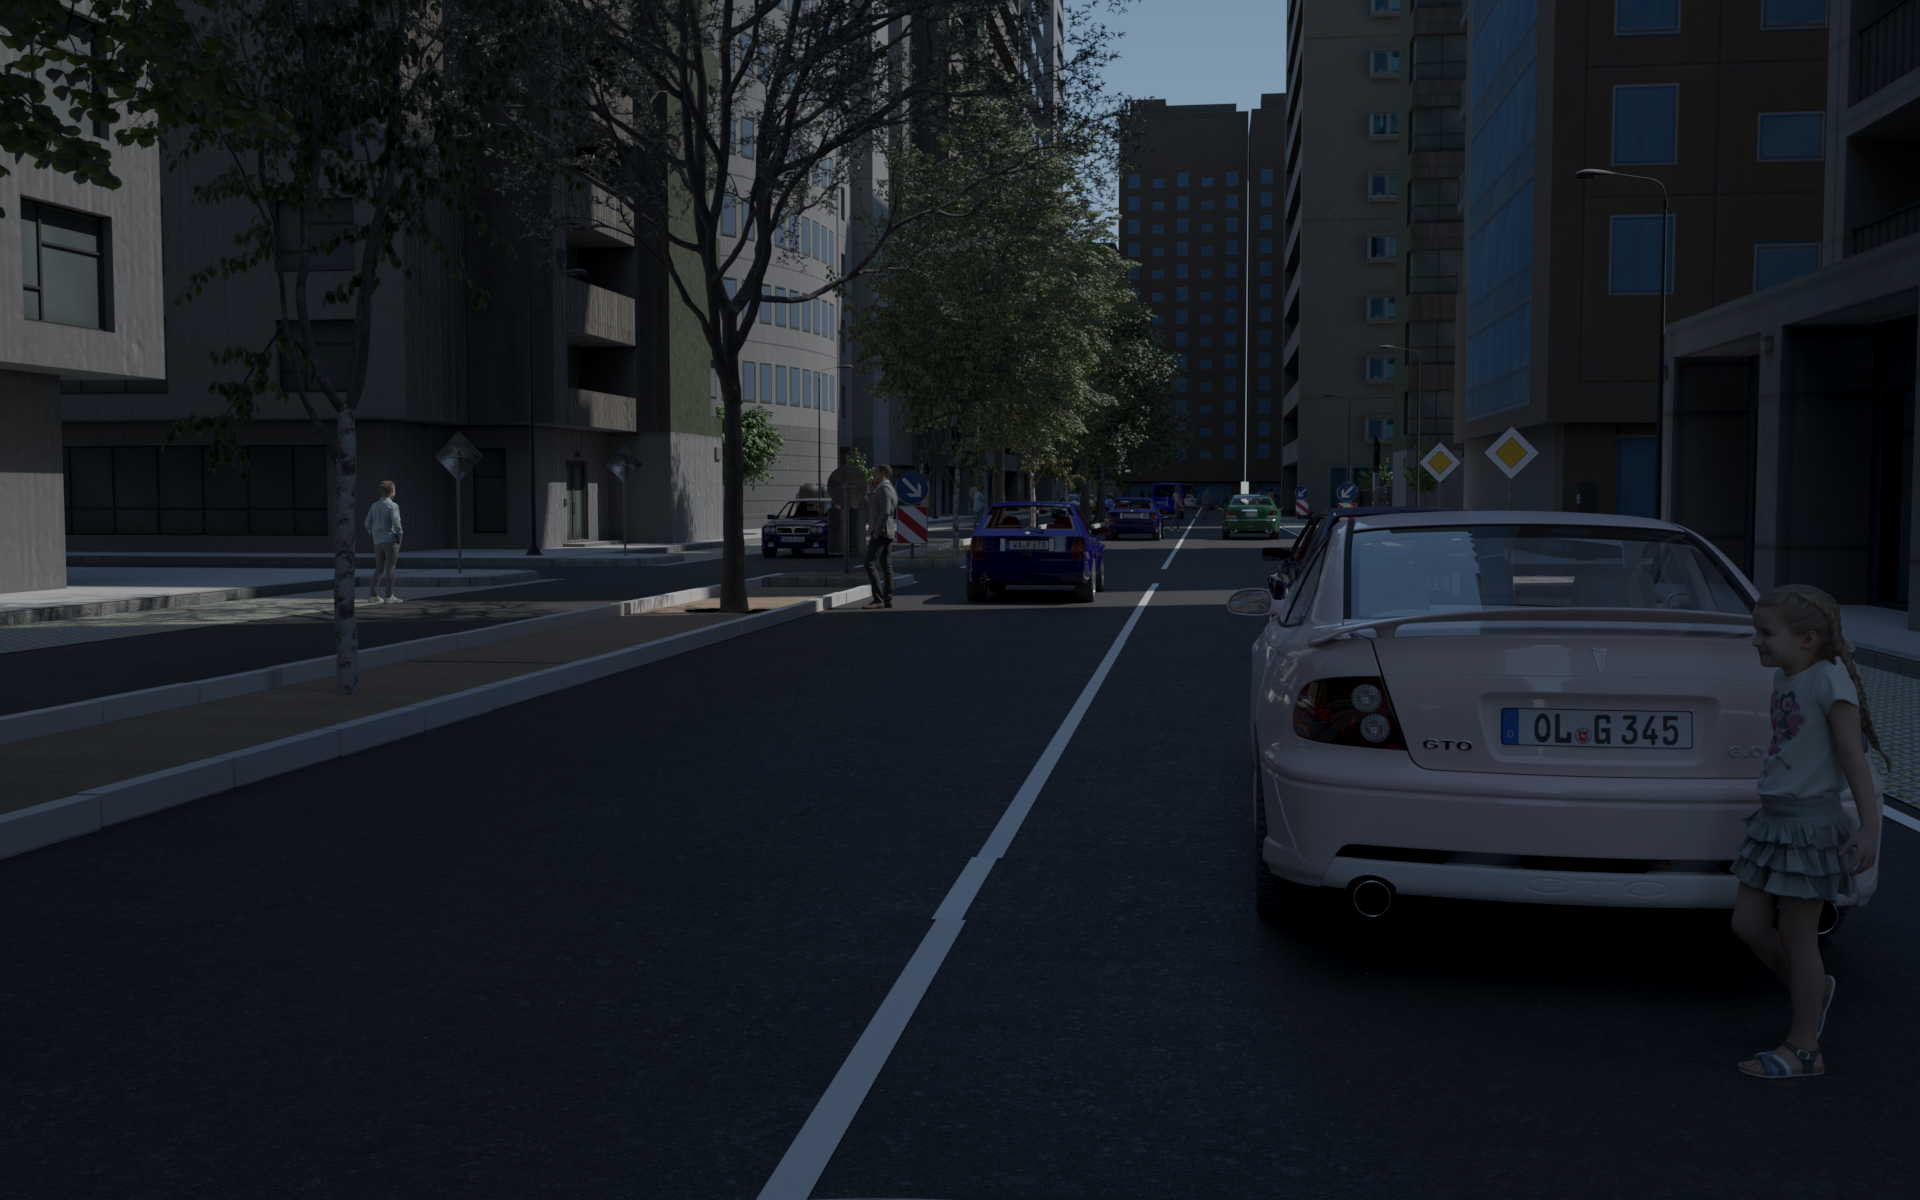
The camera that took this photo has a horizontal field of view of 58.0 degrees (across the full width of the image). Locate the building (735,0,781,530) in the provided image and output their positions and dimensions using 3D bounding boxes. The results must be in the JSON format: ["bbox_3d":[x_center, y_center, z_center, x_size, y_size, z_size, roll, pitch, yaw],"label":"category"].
[{"bbox_3d":[-15.884,-32.389,71.559,21.231,58.520,28.212,1,4,8],"label":"building"}]

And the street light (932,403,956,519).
[{"bbox_3d":[-0.737,-7.122,88.984,1.470,5.913,1.316,1,4,8],"label":"street light"}]

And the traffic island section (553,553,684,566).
[{"bbox_3d":[-6.949,-0.830,35.850,2.009,0.180,2.903,1,4,8],"label":"traffic island section"}]

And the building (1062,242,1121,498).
[{"bbox_3d":[11.517,-26.245,200.800,14.107,30.474,14.160,1,4,8],"label":"building"}]

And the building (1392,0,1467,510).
[{"bbox_3d":[24.070,-18.099,67.619,14.160,30.474,14.107,1,4,8],"label":"building"}]

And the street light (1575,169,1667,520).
[{"bbox_3d":[9.502,-3.201,24.883,1.470,5.913,1.316,1,4,8],"label":"street light"}]

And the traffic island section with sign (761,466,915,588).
[{"bbox_3d":[-1.913,-1.172,27.296,2.006,1.907,1.989,1,4,8],"label":"traffic island section with sign"}]

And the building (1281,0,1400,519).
[{"bbox_3d":[29.117,-28.821,94.927,21.300,48.544,21.600,1,4,8],"label":"building"}]

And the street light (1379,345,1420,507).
[{"bbox_3d":[13.772,-4.994,54.192,1.470,5.913,1.316,1,4,8],"label":"street light"}]

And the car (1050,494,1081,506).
[{"bbox_3d":[6.545,-5.653,104.222,2.131,1.459,4.920,0,4,8],"label":"car"}]

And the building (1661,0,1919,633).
[{"bbox_3d":[18.891,-35.079,11.799,20.563,71.187,20.611,1,4,8],"label":"building"}]

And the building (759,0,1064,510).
[{"bbox_3d":[-3.862,-38.756,175.651,28.212,58.520,21.231,1,4,8],"label":"building"}]

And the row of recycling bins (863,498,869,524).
[{"bbox_3d":[-3.955,-4.260,76.769,1.069,1.692,3.534,1,4,11],"label":"row of recycling bins"}]

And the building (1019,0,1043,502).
[{"bbox_3d":[-4.759,-32.356,148.622,23.786,49.044,30.456,1,4,8],"label":"building"}]

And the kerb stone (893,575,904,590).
[{"bbox_3d":[-1.029,-0.244,26.192,0.120,0.150,1.000,1,4,8],"label":"kerb stone"}]

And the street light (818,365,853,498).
[{"bbox_3d":[-4.548,-5.503,62.516,1.470,5.913,1.316,1,4,8],"label":"street light"}]

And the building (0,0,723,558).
[{"bbox_3d":[-14.710,-16.583,42.841,14.160,30.474,14.107,1,4,8],"label":"building"}]

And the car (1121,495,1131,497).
[{"bbox_3d":[16.627,-9.933,174.981,1.945,1.354,3.894,0,4,7],"label":"car"}]

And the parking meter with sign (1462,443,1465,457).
[{"bbox_3d":[16.968,-3.645,55.864,0.543,3.016,1.738,-1,4,-23],"label":"parking meter with sign"}]

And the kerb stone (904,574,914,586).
[{"bbox_3d":[-0.871,-0.303,27.206,0.120,0.150,1.000,1,4,8],"label":"kerb stone"}]

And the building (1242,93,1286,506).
[{"bbox_3d":[39.844,-33.404,196.266,14.200,45.320,14.600,1,4,8],"label":"building"}]

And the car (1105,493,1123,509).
[{"bbox_3d":[14.833,-9.631,167.056,1.945,1.707,3.694,1,4,9],"label":"car"}]

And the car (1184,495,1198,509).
[{"bbox_3d":[21.297,-9.213,162.992,2.083,1.381,4.827,1,4,10],"label":"car"}]

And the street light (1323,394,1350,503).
[{"bbox_3d":[17.557,-6.611,80.633,1.470,5.913,1.316,1,4,8],"label":"street light"}]

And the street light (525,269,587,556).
[{"bbox_3d":[-8.381,-3.879,35.965,1.470,5.913,1.316,1,4,8],"label":"street light"}]

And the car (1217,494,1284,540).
[{"bbox_3d":[9.378,-2.697,55.900,2.131,1.459,4.920,1,4,9],"label":"car"}]

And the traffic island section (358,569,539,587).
[{"bbox_3d":[-8.090,-0.347,27.947,2.009,0.180,2.903,1,4,8],"label":"traffic island section"}]

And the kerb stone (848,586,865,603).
[{"bbox_3d":[-1.462,-0.052,23.127,0.120,0.150,1.000,1,4,8],"label":"kerb stone"}]

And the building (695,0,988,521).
[{"bbox_3d":[-6.215,-20.106,100.431,14.160,30.474,14.107,1,4,8],"label":"building"}]

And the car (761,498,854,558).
[{"bbox_3d":[-3.413,-1.700,40.381,1.945,1.354,3.894,1,4,9],"label":"car"}]

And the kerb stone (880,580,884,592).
[{"bbox_3d":[-1.171,-0.179,25.170,0.120,0.150,1.000,1,4,8],"label":"kerb stone"}]

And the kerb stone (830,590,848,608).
[{"bbox_3d":[-1.622,0.005,22.117,0.120,0.150,1.000,1,4,8],"label":"kerb stone"}]

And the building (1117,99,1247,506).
[{"bbox_3d":[25.671,-33.592,199.332,14.200,45.320,14.600,1,4,8],"label":"building"}]

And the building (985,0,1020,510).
[{"bbox_3d":[-7.495,-30.525,122.783,21.300,48.544,21.600,1,4,8],"label":"building"}]

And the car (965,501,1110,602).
[{"bbox_3d":[1.113,-0.720,24.346,1.945,1.354,3.894,0,4,7],"label":"car"}]

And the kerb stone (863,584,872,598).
[{"bbox_3d":[-1.317,-0.120,24.150,0.120,0.150,1.000,1,4,8],"label":"kerb stone"}]

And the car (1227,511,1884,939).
[{"bbox_3d":[2.134,0.324,7.066,2.083,1.381,4.827,1,4,9],"label":"car"}]

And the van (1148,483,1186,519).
[{"bbox_3d":[12.116,-5.914,101.071,2.240,2.365,5.245,0,4,6],"label":"van"}]

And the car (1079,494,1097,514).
[{"bbox_3d":[9.305,-7.199,127.932,2.015,1.641,3.980,1,4,10],"label":"car"}]

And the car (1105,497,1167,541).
[{"bbox_3d":[5.519,-2.566,54.530,1.945,1.354,3.894,1,4,9],"label":"car"}]

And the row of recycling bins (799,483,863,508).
[{"bbox_3d":[-5.106,-3.620,66.299,1.069,1.692,3.534,2,4,25],"label":"row of recycling bins"}]

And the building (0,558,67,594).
[{"bbox_3d":[-18.483,-15.204,20.292,14.107,30.474,14.160,1,4,8],"label":"building"}]

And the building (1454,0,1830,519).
[{"bbox_3d":[19.623,-23.778,38.875,14.200,45.320,14.600,1,4,8],"label":"building"}]

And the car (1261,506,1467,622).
[{"bbox_3d":[3.575,-0.132,14.733,1.945,1.354,3.894,0,4,7],"label":"car"}]

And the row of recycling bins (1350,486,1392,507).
[{"bbox_3d":[20.424,-4.701,83.973,3.534,1.692,1.069,2,4,35],"label":"row of recycling bins"}]
